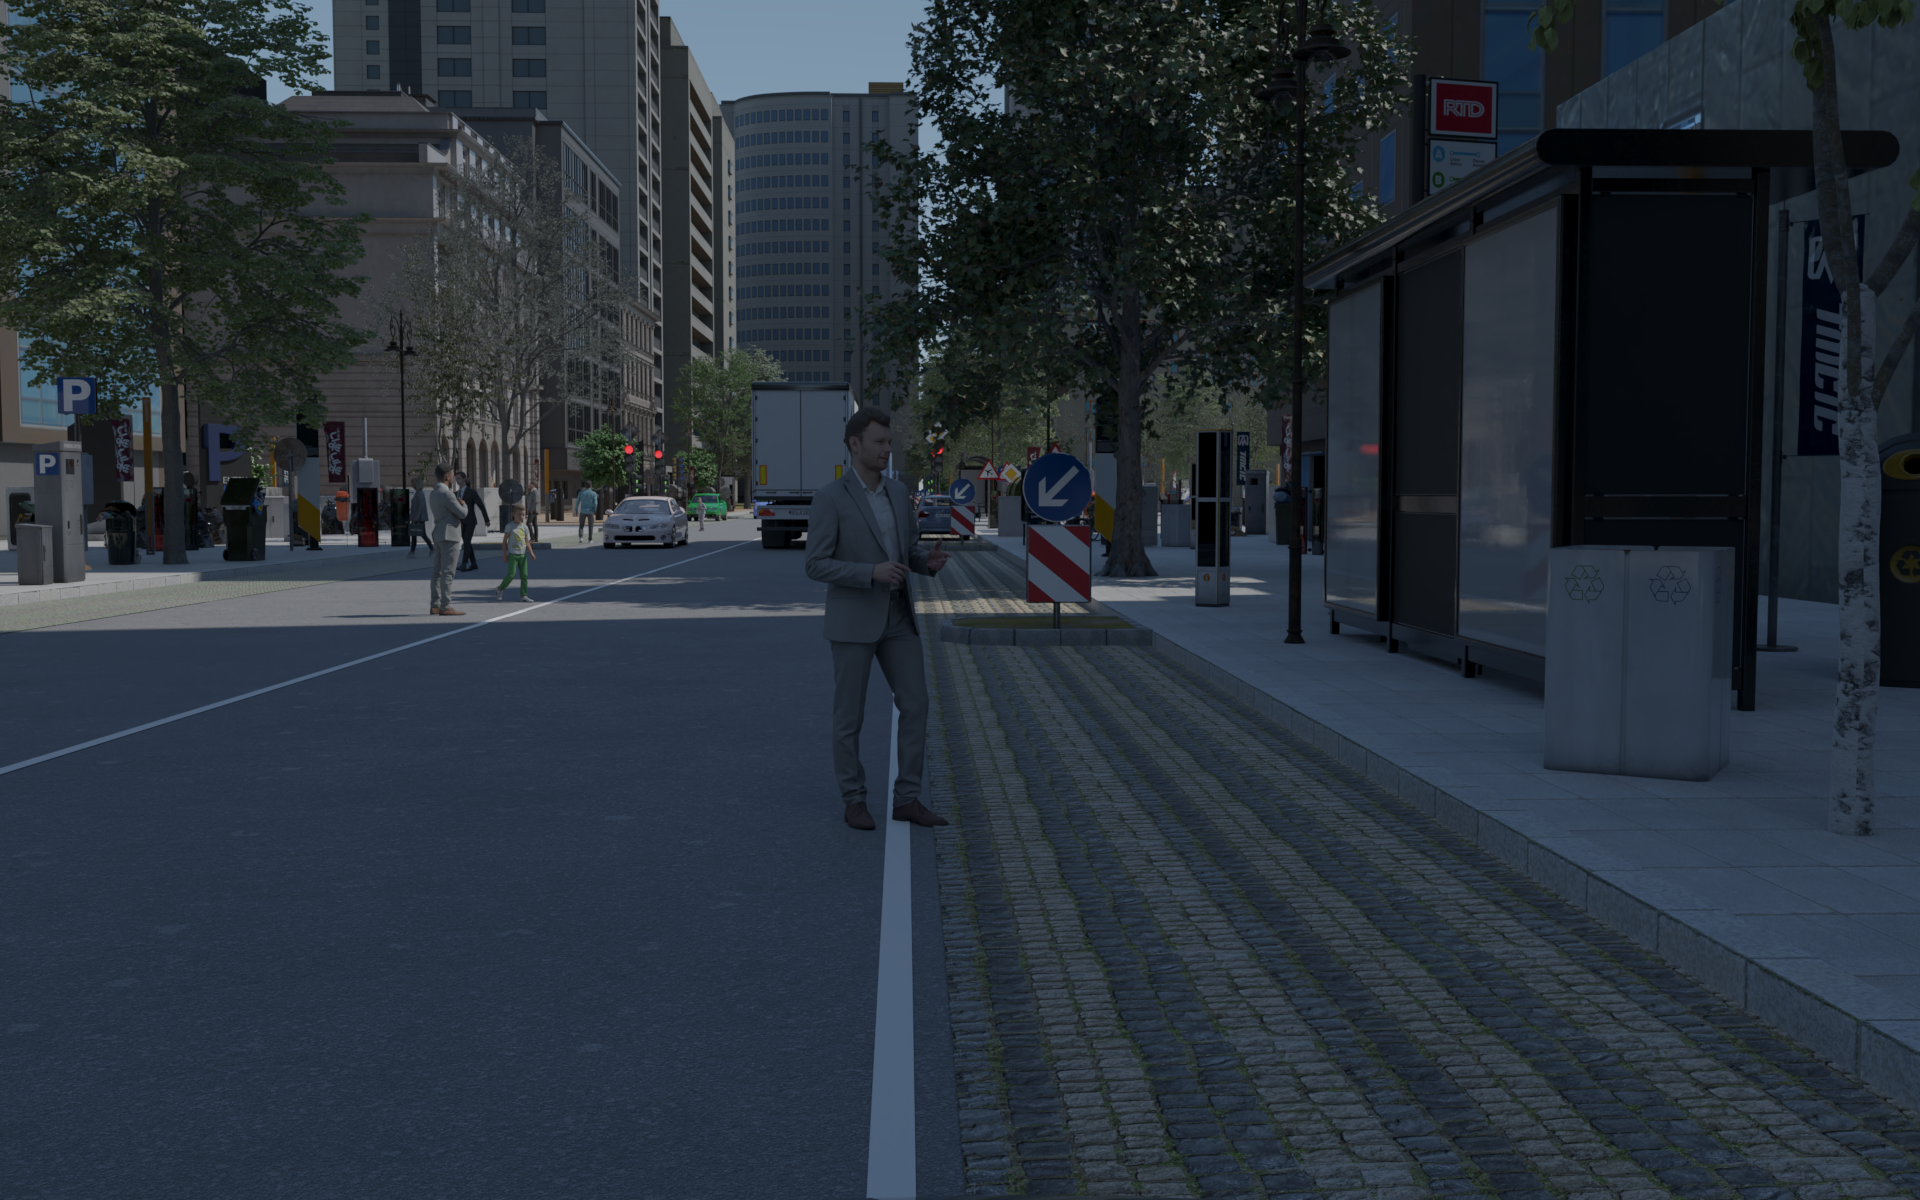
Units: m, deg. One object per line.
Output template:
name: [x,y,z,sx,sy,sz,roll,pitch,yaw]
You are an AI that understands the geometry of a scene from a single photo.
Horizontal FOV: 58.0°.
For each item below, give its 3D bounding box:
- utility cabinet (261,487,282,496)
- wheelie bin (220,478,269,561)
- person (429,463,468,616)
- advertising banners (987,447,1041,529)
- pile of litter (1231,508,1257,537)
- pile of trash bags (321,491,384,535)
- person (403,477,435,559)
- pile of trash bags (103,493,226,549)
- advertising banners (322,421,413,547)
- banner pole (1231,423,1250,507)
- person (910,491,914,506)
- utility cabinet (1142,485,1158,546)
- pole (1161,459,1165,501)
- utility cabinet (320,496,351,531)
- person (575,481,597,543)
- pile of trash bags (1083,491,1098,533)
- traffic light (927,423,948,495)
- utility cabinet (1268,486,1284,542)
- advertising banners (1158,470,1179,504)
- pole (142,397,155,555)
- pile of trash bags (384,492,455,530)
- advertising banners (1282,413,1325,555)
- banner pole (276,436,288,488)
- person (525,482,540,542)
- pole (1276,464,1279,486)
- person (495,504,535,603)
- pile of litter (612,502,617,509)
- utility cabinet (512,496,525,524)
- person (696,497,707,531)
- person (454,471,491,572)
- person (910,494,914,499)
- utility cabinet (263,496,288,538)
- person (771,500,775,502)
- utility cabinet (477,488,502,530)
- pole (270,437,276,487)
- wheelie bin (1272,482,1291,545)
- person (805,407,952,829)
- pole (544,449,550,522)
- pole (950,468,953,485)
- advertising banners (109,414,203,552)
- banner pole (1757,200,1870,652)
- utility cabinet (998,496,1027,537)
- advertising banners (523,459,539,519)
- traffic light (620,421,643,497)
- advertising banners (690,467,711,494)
utility cabinet: [-21.513,-2.775,54.045,0.318,1.500,1.173,0,4,1]
wheelie bin: [-13.762,-1.553,33.298,0.980,1.594,0.693,1,4,10]
person: [-6.042,-0.725,20.542,0.511,1.800,0.466,3,4,37]
advertising banners: [1.990,-4.157,64.147,2.074,3.025,0.090,1,4,18]
pile of litter: [8.179,-2.369,52.698,1.176,0.858,1.719,-3,4,-37]
pile of trash bags: [-19.478,-2.767,54.995,1.912,1.369,3.447,-1,4,-16]
person: [-11.894,-1.801,38.134,0.728,1.800,0.709,-2,4,-25]
pile of trash bags: [-18.652,-1.958,41.763,1.912,1.369,3.447,3,5,43]
advertising banners: [-14.307,-2.795,41.887,2.074,3.025,0.090,-2,4,-25]
banner pole: [9.789,-4.335,60.890,0.863,3.779,0.401,0,4,-5]
person: [-5.034,-10.525,181.142,0.434,1.755,0.990,1,4,13]
utility cabinet: [4.295,-2.041,42.049,1.173,1.500,0.318,-3,5,-39]
pole: [11.651,-6.467,99.578,0.158,3.312,0.155,0,3,0]
utility cabinet: [-21.429,-2.948,59.368,1.020,1.237,0.306,-3,4,-35]
person: [-10.904,-2.566,50.473,0.660,1.820,0.620,0,4,-4]
pile of trash bags: [5.064,-2.957,58.106,1.912,1.369,3.447,-2,4,-26]
traffic light: [-0.851,-4.775,66.987,0.839,4.253,0.868,0,4,-2]
utility cabinet: [8.453,-2.278,45.917,0.318,1.500,1.173,0,4,-1]
advertising banners: [15.330,-8.052,127.831,2.074,3.025,0.090,-3,5,-41]
pole: [-17.110,-2.611,36.526,0.158,3.312,0.155,0,3,0]
pile of trash bags: [-19.640,-3.208,62.199,3.447,1.369,1.912,-2,4,-31]
advertising banners: [7.317,-2.495,36.980,0.090,3.025,2.074,-1,4,-15]
banner pole: [-29.118,-5.170,74.542,0.401,3.779,0.863,3,4,37]
person: [-12.641,-2.598,51.158,0.473,1.802,0.592,0,4,3]
pole: [21.387,-7.509,116.610,0.158,3.312,0.155,0,3,0]
person: [-5.899,-0.624,22.944,0.590,1.304,0.306,2,4,27]
pile of litter: [-18.184,-4.828,92.894,1.176,0.858,1.719,-1,4,-22]
utility cabinet: [-16.385,-3.178,63.121,1.020,1.237,0.306,0,4,8]
person: [-10.013,-3.317,67.012,0.425,1.301,0.394,0,4,6]
person: [-9.163,-1.452,32.019,0.659,1.850,0.755,2,4,27]
person: [-5.127,-10.244,179.182,0.628,1.438,0.799,3,4,37]
utility cabinet: [-20.218,-2.404,50.462,1.020,1.237,0.306,-1,4,-21]
person: [-9.027,-4.674,85.263,0.374,1.781,0.599,-3,5,-43]
utility cabinet: [-16.432,-3.178,60.647,0.318,1.500,1.173,1,4,21]
pole: [-24.595,-4.172,62.053,0.158,3.312,0.155,0,3,0]
wheelie bin: [8.255,-2.189,43.704,0.693,1.594,0.980,1,4,17]
person: [-0.324,0.080,7.397,0.583,1.804,0.606,3,5,43]
pole: [-18.876,-5.217,79.140,0.158,3.312,0.155,0,3,0]
pole: [-0.627,-7.920,123.330,0.158,3.312,0.155,0,3,0]
advertising banners: [-17.911,-2.594,38.607,0.090,3.025,2.074,3,4,36]
banner pole: [6.831,-1.464,13.961,0.401,3.779,0.863,-3,5,-42]
utility cabinet: [1.661,-2.509,52.181,1.020,1.237,0.306,0,4,4]
advertising banners: [-21.733,-5.590,87.590,0.090,3.025,2.074,-3,4,-39]
traffic light: [-12.656,-4.751,66.593,0.839,4.253,0.868,0,4,-2]
advertising banners: [-16.443,-6.947,109.764,2.074,3.025,0.090,3,4,38]
